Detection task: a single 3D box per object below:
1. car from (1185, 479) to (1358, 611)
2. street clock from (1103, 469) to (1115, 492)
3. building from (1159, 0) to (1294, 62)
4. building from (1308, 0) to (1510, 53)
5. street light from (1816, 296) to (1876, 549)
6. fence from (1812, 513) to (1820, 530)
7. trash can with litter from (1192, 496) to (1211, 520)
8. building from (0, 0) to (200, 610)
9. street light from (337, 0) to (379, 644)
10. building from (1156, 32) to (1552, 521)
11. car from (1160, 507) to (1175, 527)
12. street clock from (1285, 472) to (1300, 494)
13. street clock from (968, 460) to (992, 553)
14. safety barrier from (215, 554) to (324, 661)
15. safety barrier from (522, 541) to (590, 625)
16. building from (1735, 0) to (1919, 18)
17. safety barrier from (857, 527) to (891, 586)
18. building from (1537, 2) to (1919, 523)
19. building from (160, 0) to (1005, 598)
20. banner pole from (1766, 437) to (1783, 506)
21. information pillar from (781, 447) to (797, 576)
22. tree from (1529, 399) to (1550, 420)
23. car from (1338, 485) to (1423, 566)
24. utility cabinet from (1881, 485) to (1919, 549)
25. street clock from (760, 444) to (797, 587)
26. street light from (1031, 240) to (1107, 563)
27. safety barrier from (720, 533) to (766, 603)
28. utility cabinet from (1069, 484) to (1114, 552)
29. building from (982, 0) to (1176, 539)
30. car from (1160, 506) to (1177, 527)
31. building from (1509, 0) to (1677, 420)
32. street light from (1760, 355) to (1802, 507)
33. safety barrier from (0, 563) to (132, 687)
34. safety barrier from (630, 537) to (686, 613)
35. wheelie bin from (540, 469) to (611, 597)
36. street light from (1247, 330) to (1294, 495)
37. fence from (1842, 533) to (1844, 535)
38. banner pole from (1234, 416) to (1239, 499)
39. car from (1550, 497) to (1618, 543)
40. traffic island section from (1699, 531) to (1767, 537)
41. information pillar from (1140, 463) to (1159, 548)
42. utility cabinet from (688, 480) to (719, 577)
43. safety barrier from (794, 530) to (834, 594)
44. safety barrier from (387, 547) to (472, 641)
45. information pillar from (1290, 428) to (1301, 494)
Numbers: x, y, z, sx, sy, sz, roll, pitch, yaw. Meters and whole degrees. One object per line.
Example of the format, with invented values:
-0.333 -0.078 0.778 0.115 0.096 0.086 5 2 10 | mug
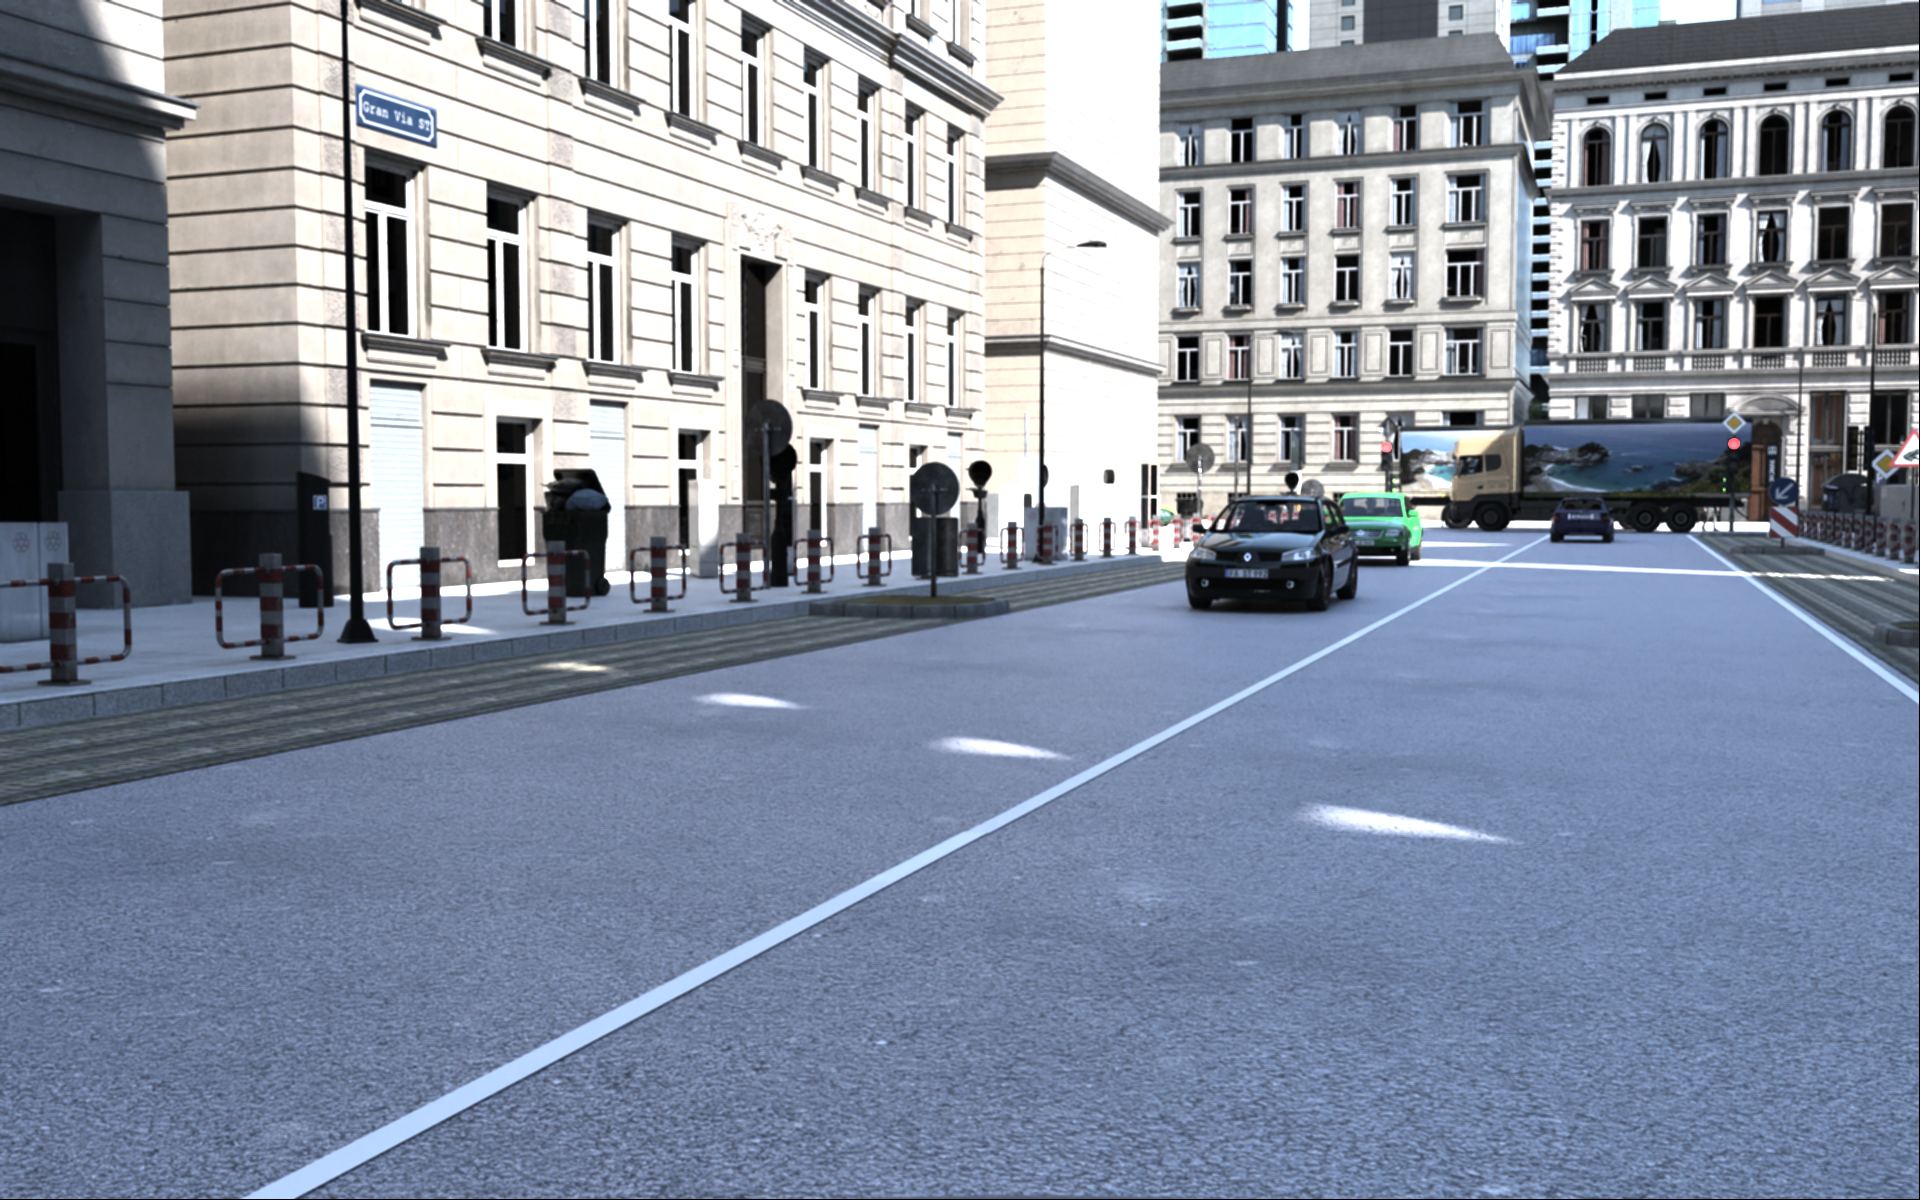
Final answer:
4.142 -0.788 22.670 2.009 1.686 4.222 1 4 20 | car
4.349 -2.816 50.605 0.358 2.002 0.471 -1 4 -11 | street clock
27.681 -54.934 210.838 31.000 86.520 22.319 1 4 21 | building
52.530 -46.739 202.432 20.611 71.187 20.563 1 4 21 | building
20.705 -4.157 40.513 1.470 5.913 1.316 1 4 21 | street light
26.465 -2.320 53.312 0.278 0.683 2.069 0 4 6 | fence
11.820 -4.492 84.829 1.055 1.170 0.624 -1 4 -14 | trash can with litter
-18.769 -13.691 11.232 14.401 28.519 23.554 1 4 21 | building
-4.727 -2.576 14.657 1.470 5.913 1.316 1 4 21 | street light
15.141 -15.843 92.313 30.059 22.955 16.112 1 4 21 | building
6.443 -3.613 70.864 4.920 1.459 2.131 1 4 22 | car
11.050 -3.248 57.672 0.471 2.002 0.358 0 4 5 | street clock
0.435 -2.012 37.466 0.471 2.002 0.358 -1 4 -15 | street clock
-5.338 0.052 13.428 0.300 0.817 1.120 1 4 21 | safety barrier
-3.959 -0.167 17.006 0.300 0.817 1.120 1 4 21 | safety barrier
92.759 -39.205 182.993 21.231 58.520 28.212 1 4 21 | building
-1.193 -0.605 24.162 0.300 0.817 1.120 1 4 21 | safety barrier
37.620 -15.428 81.126 19.941 23.489 11.050 1 4 21 | building
-8.934 -14.462 33.721 12.463 27.353 25.104 1 4 21 | building
35.599 -5.236 75.625 0.401 3.779 0.863 -3 5 -39 | banner pole
-2.730 -1.391 27.240 0.304 2.012 0.304 0 4 2 | information pillar
56.841 -15.283 175.631 9.928 11.665 9.643 0 3 0 | tree
8.646 -1.680 36.257 1.959 1.807 4.718 1 4 19 | car
21.943 -1.931 40.249 0.318 1.500 1.173 -1 4 -15 | utility cabinet
-2.505 -1.184 23.934 0.471 2.002 0.358 -2 4 -35 | street clock
2.026 -3.639 32.043 1.470 5.913 1.316 1 4 21 | street light
-2.571 -0.386 20.581 0.300 0.817 1.120 1 4 21 | safety barrier
2.914 -1.813 38.330 1.173 1.500 0.318 -3 5 -45 | utility cabinet
-5.563 -16.575 58.393 23.554 28.519 14.401 1 4 21 | building
7.429 -3.941 74.663 3.980 1.641 2.015 1 4 20 | car
84.608 -56.613 238.296 31.000 86.520 22.319 1 4 21 | building
27.443 -5.221 57.906 1.470 5.913 1.316 1 4 21 | street light
-6.032 0.161 11.641 0.300 0.817 1.120 1 4 21 | safety barrier
-3.268 -0.276 18.795 0.300 0.817 1.120 1 4 21 | safety barrier
-4.813 -0.846 21.739 0.980 1.594 0.693 2 4 27 | wheelie bin
8.789 -4.702 49.427 1.470 5.913 1.316 1 4 21 | street light
28.180 -2.438 55.237 0.278 0.683 2.069 2 4 33 | fence
8.907 -4.020 55.736 0.401 3.779 0.863 0 4 2 | banner pole
18.864 -2.437 52.418 1.945 1.354 3.894 1 4 22 | car
26.263 -2.241 58.926 2.009 0.180 2.903 1 4 21 | traffic island section
4.488 -2.235 41.040 0.304 2.012 0.304 -3 4 -37 | information pillar
-3.968 -1.112 26.854 0.318 1.500 1.173 -1 4 -17 | utility cabinet
-1.884 -0.495 22.371 0.300 0.817 1.120 1 4 21 | safety barrier
-4.652 -0.058 15.219 0.300 0.817 1.120 1 4 21 | safety barrier
11.938 -4.300 61.652 0.183 3.616 0.504 -2 4 -27 | information pillar
